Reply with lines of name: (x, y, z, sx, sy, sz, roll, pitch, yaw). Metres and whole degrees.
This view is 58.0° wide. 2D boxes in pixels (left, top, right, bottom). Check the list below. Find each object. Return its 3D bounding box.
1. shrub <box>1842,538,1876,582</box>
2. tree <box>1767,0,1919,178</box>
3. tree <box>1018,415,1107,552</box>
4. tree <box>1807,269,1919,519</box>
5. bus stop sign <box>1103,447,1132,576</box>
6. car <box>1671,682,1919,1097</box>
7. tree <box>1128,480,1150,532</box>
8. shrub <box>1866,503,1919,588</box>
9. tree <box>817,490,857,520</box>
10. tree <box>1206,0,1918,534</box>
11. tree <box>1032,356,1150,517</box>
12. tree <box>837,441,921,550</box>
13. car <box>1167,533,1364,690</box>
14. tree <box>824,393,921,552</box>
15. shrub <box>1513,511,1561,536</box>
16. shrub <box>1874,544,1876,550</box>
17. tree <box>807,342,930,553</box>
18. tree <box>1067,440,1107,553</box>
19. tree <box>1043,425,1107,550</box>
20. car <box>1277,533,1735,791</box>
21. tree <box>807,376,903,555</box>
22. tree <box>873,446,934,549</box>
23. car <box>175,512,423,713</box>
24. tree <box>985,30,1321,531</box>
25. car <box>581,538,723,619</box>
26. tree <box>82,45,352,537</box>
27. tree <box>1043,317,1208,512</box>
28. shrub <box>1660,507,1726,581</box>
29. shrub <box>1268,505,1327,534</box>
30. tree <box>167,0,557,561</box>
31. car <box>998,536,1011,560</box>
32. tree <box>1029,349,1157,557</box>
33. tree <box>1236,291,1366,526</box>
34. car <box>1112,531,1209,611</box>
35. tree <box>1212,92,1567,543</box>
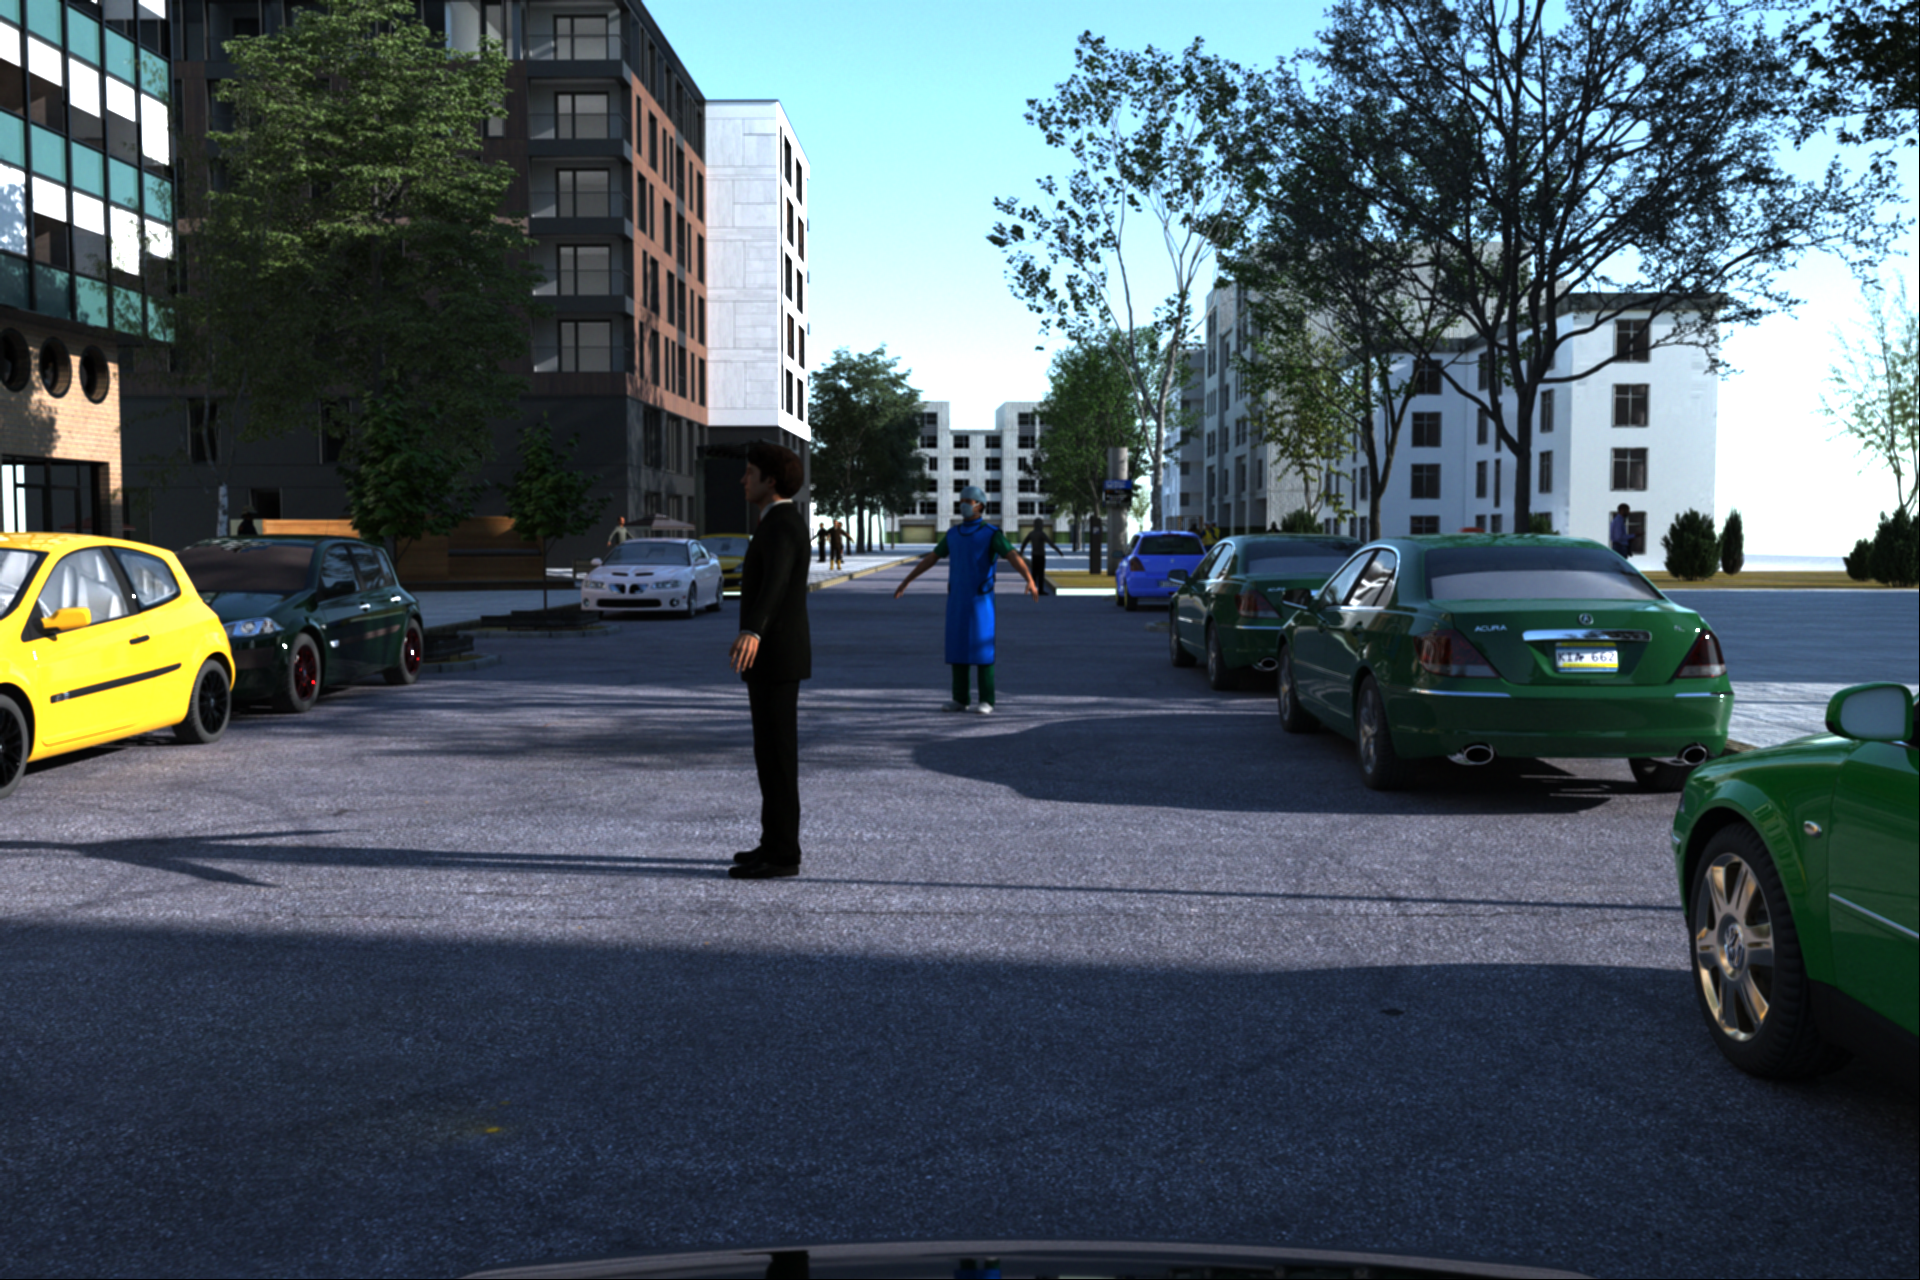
shrub: (24.444, -2.186, 46.856, 1.383, 1.207, 1.383, 0, 3, 0)
tree: (9.650, -4.766, 12.339, 7.601, 10.594, 8.767, -1, 4, -12)
tree: (8.264, -11.713, 125.920, 8.767, 10.594, 7.601, 1, 4, 11)
tree: (26.122, -5.936, 47.414, 4.360, 8.622, 3.978, 0, 3, 0)
bus stop sign: (4.806, -3.904, 52.851, 0.837, 3.901, 0.837, 0, 4, 2)
car: (2.886, 0.343, 3.190, 1.959, 1.807, 4.718, 0, 4, 2)
tree: (24.426, -17.411, 235.033, 4.737, 8.622, 4.395, 0, 3, 0)
shrub: (22.720, -2.284, 41.755, 1.690, 2.028, 1.600, 0, 3, 0)
tree: (-17.143, -18.981, 236.094, 9.928, 11.665, 9.643, 0, 3, 0)
tree: (9.134, -7.199, 28.079, 12.009, 13.543, 11.850, 0, 3, 0)
tree: (8.402, -11.753, 110.286, 7.486, 12.596, 7.792, 0, 3, 0)
tree: (-6.434, -12.296, 135.455, 7.601, 10.594, 8.767, 1, 4, 21)
car: (3.210, -0.336, 17.296, 2.131, 1.459, 4.920, 0, 4, 0)
tree: (-6.365, -12.147, 124.358, 9.928, 11.665, 9.643, 0, 3, 0)
shrub: (18.320, -3.104, 55.162, 1.690, 2.028, 1.600, 0, 3, 0)
shrub: (29.323, -2.690, 55.099, 1.383, 1.207, 1.383, 0, 3, 0)
tree: (-6.701, -12.708, 114.431, 9.857, 13.997, 8.962, 0, 3, 0)
tree: (8.603, -10.369, 119.895, 4.737, 8.622, 4.395, 0, 3, 0)
tree: (9.900, -13.514, 139.086, 7.486, 12.596, 7.792, 0, 3, 0)
car: (3.222, 0.043, 11.099, 2.131, 1.459, 4.920, 0, 4, 1)
tree: (-6.990, -10.345, 103.550, 7.601, 10.594, 8.767, -2, 4, -28)
tree: (-5.474, -13.012, 147.156, 8.767, 10.594, 7.601, 3, 5, 42)
car: (-6.066, -0.325, 15.102, 2.009, 1.686, 4.222, 0, 4, 1)
tree: (6.969, -12.800, 65.167, 12.611, 20.169, 13.585, 0, 3, 0)
car: (-5.390, -1.127, 30.786, 2.083, 1.381, 4.827, 0, 4, 2)
tree: (-11.221, -4.631, 26.073, 4.360, 8.622, 3.978, 0, 3, 0)
tree: (7.797, -9.543, 81.790, 9.928, 11.665, 9.643, 0, 3, 0)
shrub: (20.016, -2.623, 47.301, 1.690, 2.028, 1.600, 0, 3, 0)
shrub: (9.353, -2.668, 47.663, 1.661, 2.075, 1.752, 0, 3, 0)
tree: (-11.974, -7.152, 35.063, 7.486, 12.596, 7.792, 0, 3, 0)
car: (1.919, -5.446, 98.628, 1.945, 1.707, 3.694, 0, 4, 1)
tree: (7.663, -10.526, 97.856, 9.928, 11.665, 9.643, 0, 3, 0)
tree: (10.496, -6.213, 51.948, 4.737, 8.622, 4.395, 0, 3, 0)
car: (3.933, -1.462, 33.496, 1.945, 1.707, 3.694, 0, 4, 1)
tree: (9.830, -6.996, 40.135, 9.928, 11.665, 9.643, 0, 3, 0)
